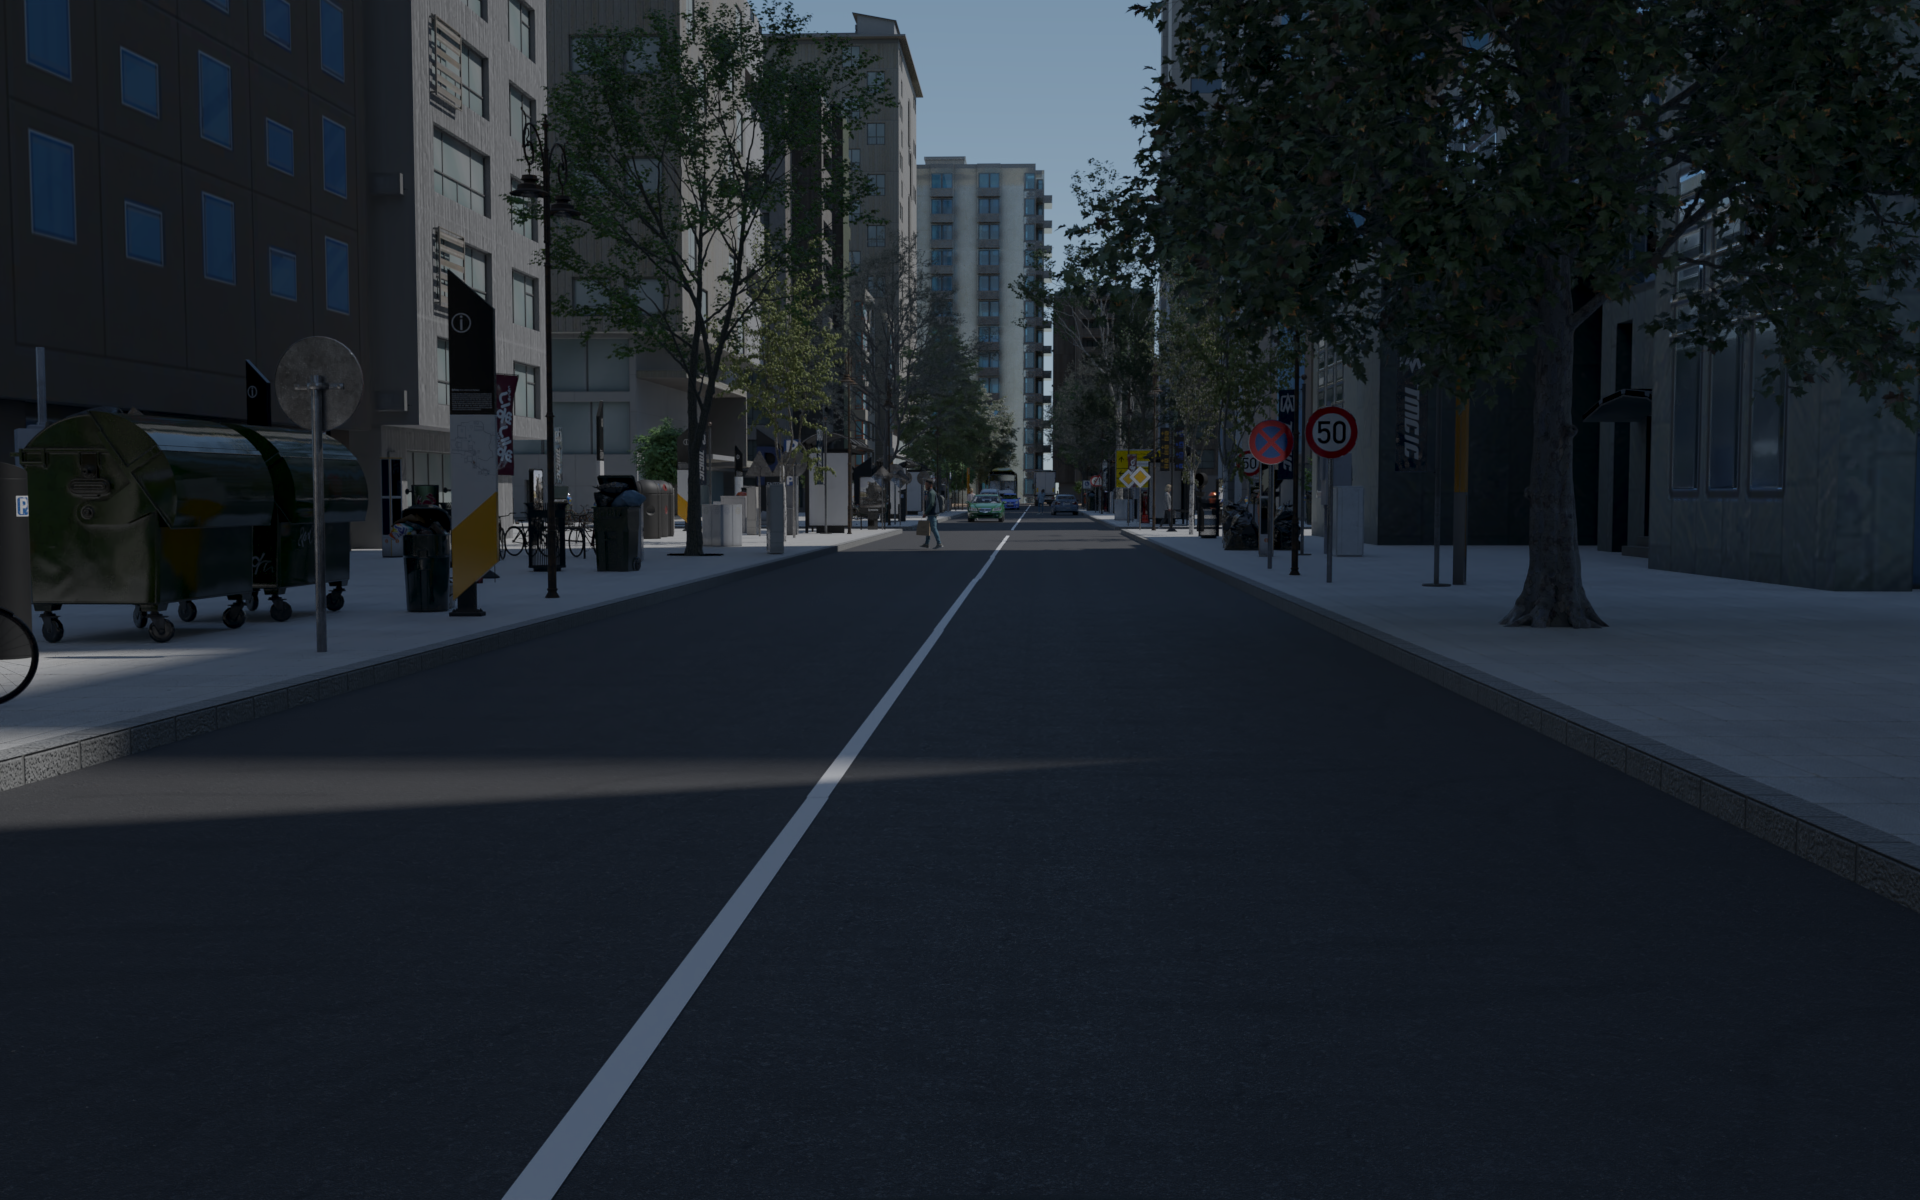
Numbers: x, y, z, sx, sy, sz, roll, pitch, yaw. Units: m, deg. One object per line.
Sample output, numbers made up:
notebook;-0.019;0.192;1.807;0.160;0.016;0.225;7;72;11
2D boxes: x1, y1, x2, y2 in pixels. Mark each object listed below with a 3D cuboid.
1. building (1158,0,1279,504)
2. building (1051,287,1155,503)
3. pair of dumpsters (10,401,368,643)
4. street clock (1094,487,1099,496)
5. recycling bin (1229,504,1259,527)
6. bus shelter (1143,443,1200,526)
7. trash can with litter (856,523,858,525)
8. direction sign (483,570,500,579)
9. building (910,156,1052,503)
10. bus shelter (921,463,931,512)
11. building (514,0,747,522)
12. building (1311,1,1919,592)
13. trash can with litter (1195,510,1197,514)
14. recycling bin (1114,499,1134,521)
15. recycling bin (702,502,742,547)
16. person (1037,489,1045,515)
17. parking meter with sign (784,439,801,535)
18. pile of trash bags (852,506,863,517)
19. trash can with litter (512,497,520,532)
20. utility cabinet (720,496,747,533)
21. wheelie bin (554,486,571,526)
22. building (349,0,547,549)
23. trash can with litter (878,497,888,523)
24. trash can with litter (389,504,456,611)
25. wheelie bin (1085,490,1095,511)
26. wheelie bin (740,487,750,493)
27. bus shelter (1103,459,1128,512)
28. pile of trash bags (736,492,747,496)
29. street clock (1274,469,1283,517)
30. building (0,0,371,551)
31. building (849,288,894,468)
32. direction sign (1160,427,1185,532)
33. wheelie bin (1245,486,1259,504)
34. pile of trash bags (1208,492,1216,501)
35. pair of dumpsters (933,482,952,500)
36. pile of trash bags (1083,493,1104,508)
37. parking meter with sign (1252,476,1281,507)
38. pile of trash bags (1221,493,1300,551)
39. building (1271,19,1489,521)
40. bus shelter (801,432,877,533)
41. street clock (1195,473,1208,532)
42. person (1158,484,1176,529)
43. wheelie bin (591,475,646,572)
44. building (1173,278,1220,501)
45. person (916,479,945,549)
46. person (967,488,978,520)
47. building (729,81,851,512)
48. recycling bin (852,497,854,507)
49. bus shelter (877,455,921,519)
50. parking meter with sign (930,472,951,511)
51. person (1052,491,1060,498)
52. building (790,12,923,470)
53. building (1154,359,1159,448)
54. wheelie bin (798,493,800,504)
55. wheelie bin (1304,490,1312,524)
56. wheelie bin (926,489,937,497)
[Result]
building;30.387;-38.535;172.052;21.231;58.520;28.212;0;4;3
building;19.932;-28.823;242.949;14.107;30.474;14.160;0;4;3
pair of dumpsters;-7.330;-0.879;16.872;1.574;2.255;4.437;0;4;2
street clock;11.359;-8.538;144.167;0.358;2.002;0.471;-2;4;-31
recycling bin;7.302;-1.920;43.939;0.722;1.027;0.722;3;5;39
bus shelter;8.685;-4.731;71.275;2.014;3.302;5.546;0;4;3
trash can with litter;-5.102;-3.724;71.951;1.678;1.210;2.233;0;4;7
direction sign;-7.210;-2.098;26.303;0.379;3.537;0.876;0;4;4
building;-2.106;-38.449;248.250;30.456;49.044;23.786;0;4;3
bus shelter;-2.976;-6.982;108.087;2.014;3.302;5.546;0;4;3
building;-25.357;-30.685;90.942;28.713;52.752;27.495;0;4;3
building;21.363;-44.191;35.200;22.319;86.520;31.000;0;4;3
trash can with litter;14.738;-6.269;113.563;2.233;1.210;1.678;0;4;4
recycling bin;7.993;-4.389;84.309;0.722;1.027;0.722;3;5;39
recycling bin;-5.852;-1.838;42.603;0.722;1.027;0.722;3;4;37
person;5.654;-6.848;120.727;0.793;1.790;0.793;3;5;41
parking meter with sign;-5.332;-3.558;54.430;0.543;3.016;1.738;0;4;-1
pile of trash bags;-6.414;-5.270;95.910;3.447;1.369;1.912;1;4;18
trash can with litter;-15.845;-2.880;58.143;2.233;1.210;1.678;0;4;7
utility cabinet;-7.348;-2.788;56.743;1.020;1.237;0.306;2;4;31
wheelie bin;-16.235;-3.819;70.342;0.980;1.594;0.693;0;4;1
building;-19.106;-22.177;46.196;14.086;41.232;14.154;0;4;3
trash can with litter;-3.587;-4.033;77.333;1.055;1.170;0.624;0;4;3
trash can with litter;-5.904;-0.475;19.147;0.624;1.170;1.055;-1;4;-8
wheelie bin;10.014;-7.625;132.569;0.693;1.594;0.980;-2;4;-33
wheelie bin;-9.859;-4.452;80.697;0.980;1.594;0.693;1;4;11
bus shelter;10.785;-7.860;119.800;1.731;3.624;6.357;0;4;3
pile of trash bags;-8.578;-3.964;74.556;1.912;1.369;3.447;-3;5;-43
street clock;9.277;-2.845;51.094;0.471;2.002;0.358;-1;4;-15
building;-20.506;-23.303;31.109;14.600;45.320;14.200;0;4;3
building;-21.116;-19.306;160.686;27.650;21.520;28.899;0;4;3
direction sign;7.216;-4.093;58.919;0.876;3.537;0.379;2;4;30
wheelie bin;11.972;-3.777;69.655;0.980;1.594;0.693;-1;4;-11
pile of trash bags;15.599;-5.439;98.672;3.447;1.369;1.912;-2;4;-29
pair of dumpsters;-1.493;-8.059;134.262;1.574;2.255;4.437;0;4;3
pile of trash bags;11.091;-8.012;140.753;1.912;1.369;3.447;-2;4;-31
parking meter with sign;13.033;-4.818;75.038;1.738;3.016;0.543;1;4;18
pile of trash bags;7.139;-1.902;40.850;1.912;1.369;3.447;1;4;11
building;23.169;-26.499;83.373;14.200;45.320;14.600;0;4;3
bus shelter;-4.197;-3.986;59.092;2.014;3.302;5.546;0;4;3
street clock;8.232;-3.345;59.260;0.358;2.002;0.471;-3;5;-43
person;7.977;-3.541;66.575;0.728;1.800;0.709;1;4;14
wheelie bin;-5.680;-1.275;28.758;0.980;1.594;0.693;1;4;10
building;25.595;-23.223;151.399;14.160;30.474;14.107;0;4;3
person;-0.774;-2.224;44.854;0.713;1.824;0.794;1;4;18
person;0.786;-5.185;93.944;0.731;1.740;0.598;-2;4;-24
building;-15.494;-21.486;123.001;14.160;30.474;14.107;0;4;3
recycling bin;-8.207;-7.450;134.359;0.722;1.027;0.722;2;4;26
bus shelter;-3.388;-5.974;91.598;2.014;3.302;5.546;0;4;3
parking meter with sign;-1.622;-8.679;138.163;1.738;3.016;0.543;0;4;7
person;11.015;-11.442;195.584;1.348;1.824;0.705;1;4;21
building;-18.855;-37.324;199.487;27.495;52.752;28.713;0;4;3
building;41.674;-24.646;248.000;28.899;21.520;27.650;0;4;3
wheelie bin;-8.658;-4.956;88.936;0.980;1.594;0.693;3;4;37
wheelie bin;15.261;-4.087;74.735;0.980;1.594;0.693;1;4;9
wheelie bin;-1.865;-6.570;115.320;0.980;1.594;0.693;-3;5;-45
